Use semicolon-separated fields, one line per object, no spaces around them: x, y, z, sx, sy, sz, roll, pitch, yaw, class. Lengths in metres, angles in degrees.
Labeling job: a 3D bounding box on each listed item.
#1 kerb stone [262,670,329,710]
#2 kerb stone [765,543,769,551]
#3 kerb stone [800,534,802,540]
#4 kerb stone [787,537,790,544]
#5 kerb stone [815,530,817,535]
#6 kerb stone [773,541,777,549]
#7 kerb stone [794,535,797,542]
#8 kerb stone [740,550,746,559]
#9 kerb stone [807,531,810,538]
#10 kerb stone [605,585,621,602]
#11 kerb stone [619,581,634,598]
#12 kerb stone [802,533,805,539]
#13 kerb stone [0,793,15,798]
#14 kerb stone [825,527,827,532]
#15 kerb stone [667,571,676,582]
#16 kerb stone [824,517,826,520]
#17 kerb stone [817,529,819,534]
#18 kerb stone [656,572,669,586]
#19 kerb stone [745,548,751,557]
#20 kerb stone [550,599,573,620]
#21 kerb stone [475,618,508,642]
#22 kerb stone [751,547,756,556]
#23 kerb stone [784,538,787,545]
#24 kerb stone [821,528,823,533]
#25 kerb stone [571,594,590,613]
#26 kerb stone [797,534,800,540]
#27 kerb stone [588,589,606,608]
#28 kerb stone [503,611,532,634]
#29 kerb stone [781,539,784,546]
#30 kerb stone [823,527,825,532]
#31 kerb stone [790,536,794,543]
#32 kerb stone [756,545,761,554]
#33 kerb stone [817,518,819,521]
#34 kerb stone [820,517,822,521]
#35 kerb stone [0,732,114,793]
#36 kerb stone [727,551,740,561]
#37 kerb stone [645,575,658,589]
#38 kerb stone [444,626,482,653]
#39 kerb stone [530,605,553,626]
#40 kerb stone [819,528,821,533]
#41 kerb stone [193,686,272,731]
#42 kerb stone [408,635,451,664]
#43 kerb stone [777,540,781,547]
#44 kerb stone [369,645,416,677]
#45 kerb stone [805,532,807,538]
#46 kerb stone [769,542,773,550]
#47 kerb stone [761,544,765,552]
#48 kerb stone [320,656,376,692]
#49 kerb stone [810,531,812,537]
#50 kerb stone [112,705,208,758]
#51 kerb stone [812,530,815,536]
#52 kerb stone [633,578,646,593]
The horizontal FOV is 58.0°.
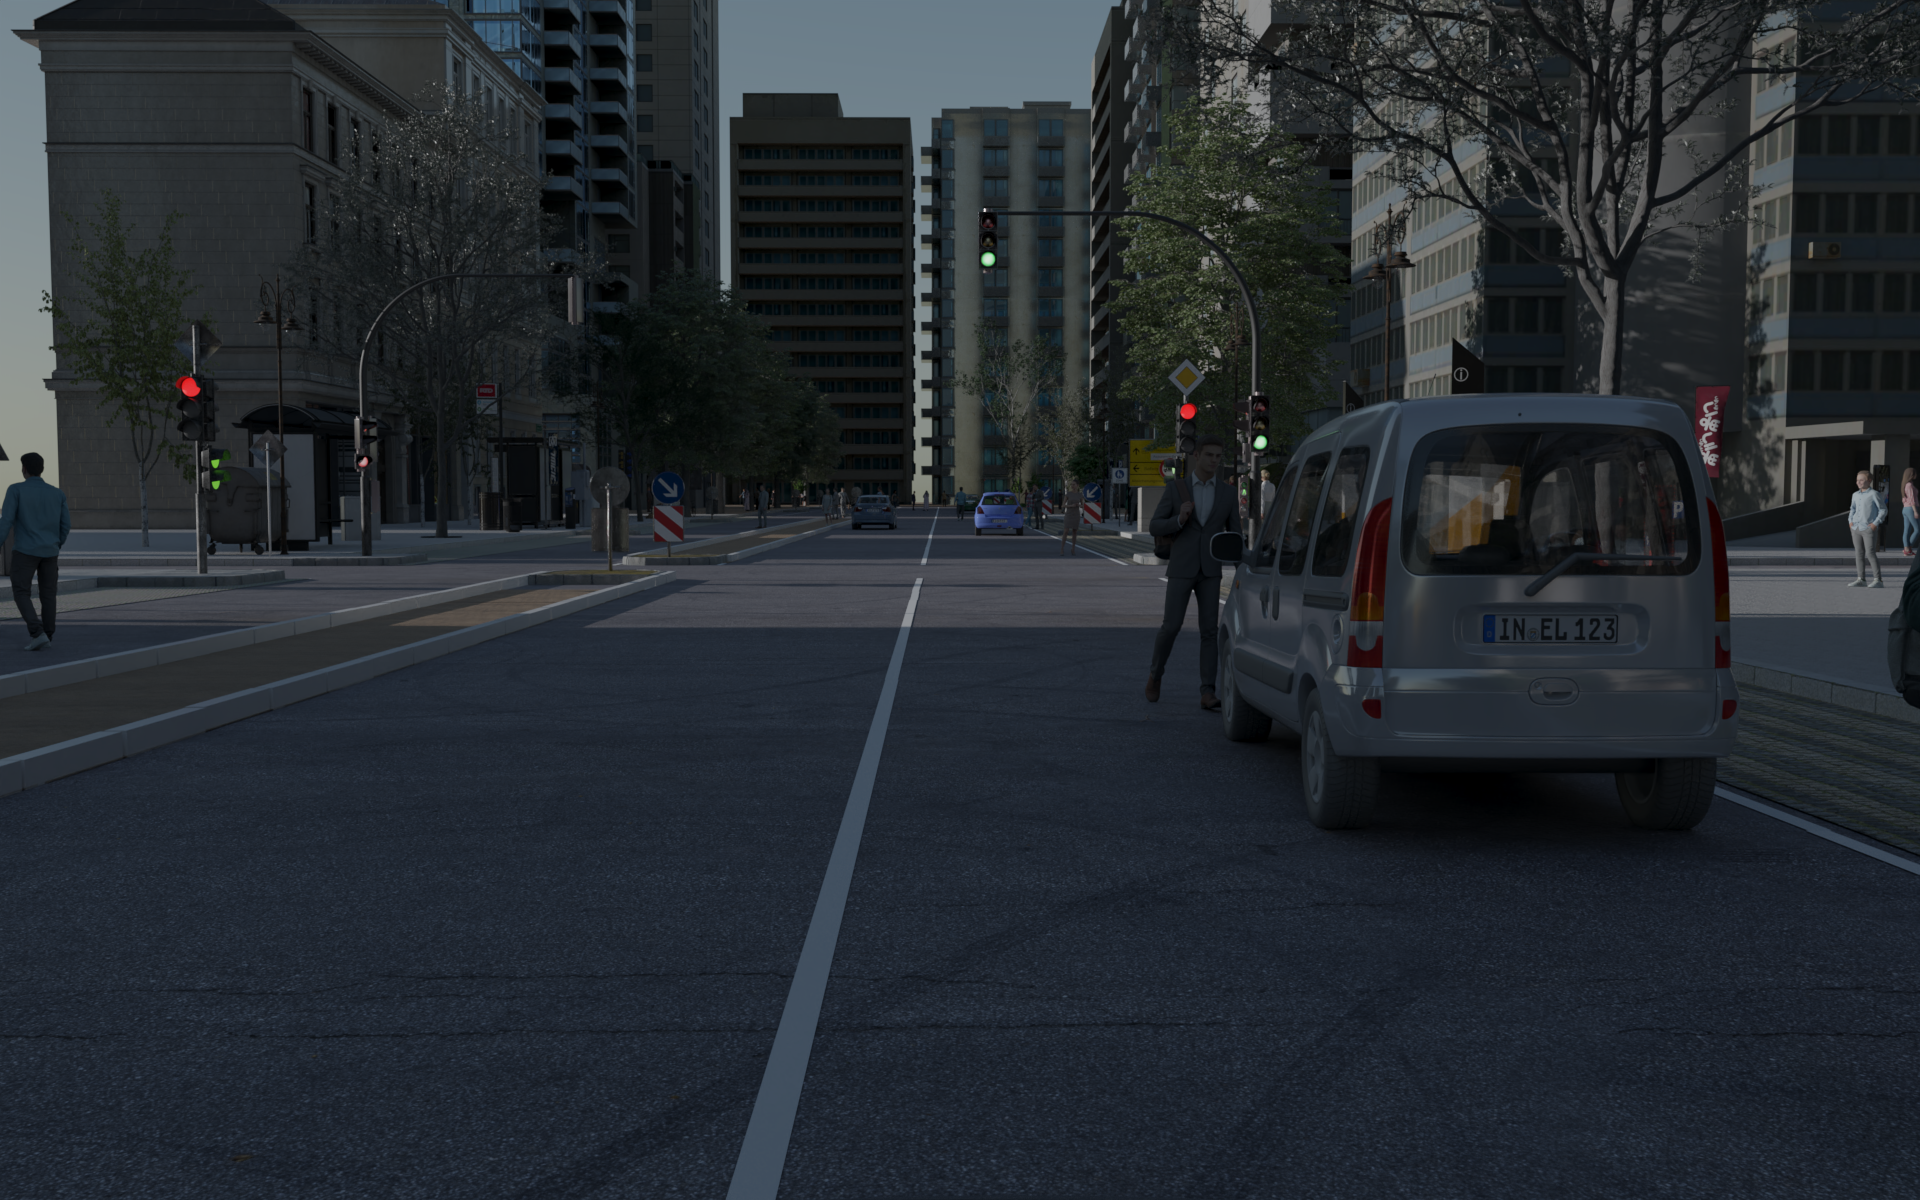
-4.617;0.625;11.972;0.120;0.150;1.000;0;4;-1;kerb stone
-4.929;-1.285;43.208;0.120;0.150;1.000;0;4;-1;kerb stone
-5.048;-1.912;53.461;0.120;0.150;1.000;0;4;-1;kerb stone
-5.007;-1.661;49.349;0.120;0.150;1.000;0;4;-1;kerb stone
-5.112;-2.286;59.606;0.120;0.150;1.000;0;4;-1;kerb stone
-4.952;-1.408;45.254;0.120;0.150;1.000;0;4;-1;kerb stone
-5.029;-1.786;51.401;0.120;0.150;1.000;0;4;-1;kerb stone
-4.880;-0.972;38.094;0.120;0.150;1.000;0;4;-1;kerb stone
-5.084;-2.100;56.534;0.120;0.150;1.000;0;4;-1;kerb stone
-4.744;-0.064;23.247;0.120;0.150;1.000;0;4;-1;kerb stone
-4.749;-0.125;24.269;0.120;0.150;1.000;0;4;-1;kerb stone
-5.053;-1.975;54.490;0.120;0.150;1.000;0;4;-1;kerb stone
-4.579;0.877;7.849;0.120;0.150;1.000;0;4;-1;kerb stone
-5.163;-2.601;64.718;0.120;0.150;1.000;0;4;-1;kerb stone
-4.787;-0.378;28.373;0.120;0.150;1.000;0;4;-1;kerb stone
-7.565;-4.419;94.440;0.120;0.150;1.000;0;4;-1;kerb stone
-5.114;-2.343;60.629;0.120;0.150;1.000;0;4;-1;kerb stone
-4.780;-0.314;27.345;0.120;0.150;1.000;0;4;-1;kerb stone
-4.893;-1.035;39.116;0.120;0.150;1.000;0;4;-1;kerb stone
-4.703;0.125;20.166;0.120;0.150;1.000;0;4;-1;kerb stone
-4.676;0.313;17.101;0.120;0.150;1.000;0;4;-1;kerb stone
-4.908;-1.097;40.138;0.120;0.150;1.000;0;4;-1;kerb stone
-4.995;-1.598;48.325;0.120;0.150;1.000;0;4;-1;kerb stone
-5.142;-2.470;62.674;0.120;0.150;1.000;0;4;-1;kerb stone
-4.719;0.062;21.188;0.120;0.150;1.000;0;4;-1;kerb stone
-5.034;-1.848;52.439;0.120;0.150;1.000;0;4;-1;kerb stone
-4.728;-0.002;22.220;0.120;0.150;1.000;0;4;-1;kerb stone
-4.686;0.249;18.123;0.120;0.150;1.000;0;4;-1;kerb stone
-4.977;-1.536;47.303;0.120;0.150;1.000;0;4;-1;kerb stone
-5.151;-2.537;63.696;0.120;0.150;1.000;0;4;-1;kerb stone
-5.016;-1.720;50.376;0.120;0.150;1.000;0;4;-1;kerb stone
-4.914;-1.159;41.163;0.120;0.150;1.000;0;4;-1;kerb stone
-7.516;-4.099;89.317;0.120;0.150;1.000;0;4;-1;kerb stone
-7.531;-4.227;91.369;0.120;0.150;1.000;0;4;-1;kerb stone
-4.589;0.817;8.877;0.120;0.150;1.000;0;4;-1;kerb stone
-4.879;-0.910;37.071;0.120;0.150;1.000;0;4;-1;kerb stone
-4.775;-0.252;26.314;0.120;0.150;1.000;0;4;-1;kerb stone
-4.659;0.375;16.077;0.120;0.150;1.000;0;4;-1;kerb stone
-4.696;0.191;19.145;0.120;0.150;1.000;0;4;-1;kerb stone
-5.128;-2.410;61.651;0.120;0.150;1.000;0;4;-1;kerb stone
-4.618;0.688;10.946;0.120;0.150;1.000;0;4;-1;kerb stone
-4.647;0.438;15.042;0.120;0.150;1.000;0;4;-1;kerb stone
-4.965;-1.473;46.280;0.120;0.150;1.000;0;4;-1;kerb stone
-4.641;0.500;14.018;0.120;0.150;1.000;0;4;-1;kerb stone
-5.071;-2.038;55.512;0.120;0.150;1.000;0;4;-1;kerb stone
-4.949;-1.348;44.230;0.120;0.150;1.000;0;4;-1;kerb stone
-4.931;-1.223;42.185;0.120;0.150;1.000;0;4;-1;kerb stone
-4.624;0.563;12.996;0.120;0.150;1.000;0;4;-1;kerb stone
-5.093;-2.163;57.557;0.120;0.150;1.000;0;4;-1;kerb stone
-4.592;0.754;9.911;0.120;0.150;1.000;0;4;-1;kerb stone
-5.098;-2.225;58.581;0.120;0.150;1.000;0;4;-1;kerb stone
-4.762;-0.187;25.293;0.120;0.150;1.000;0;4;-1;kerb stone
